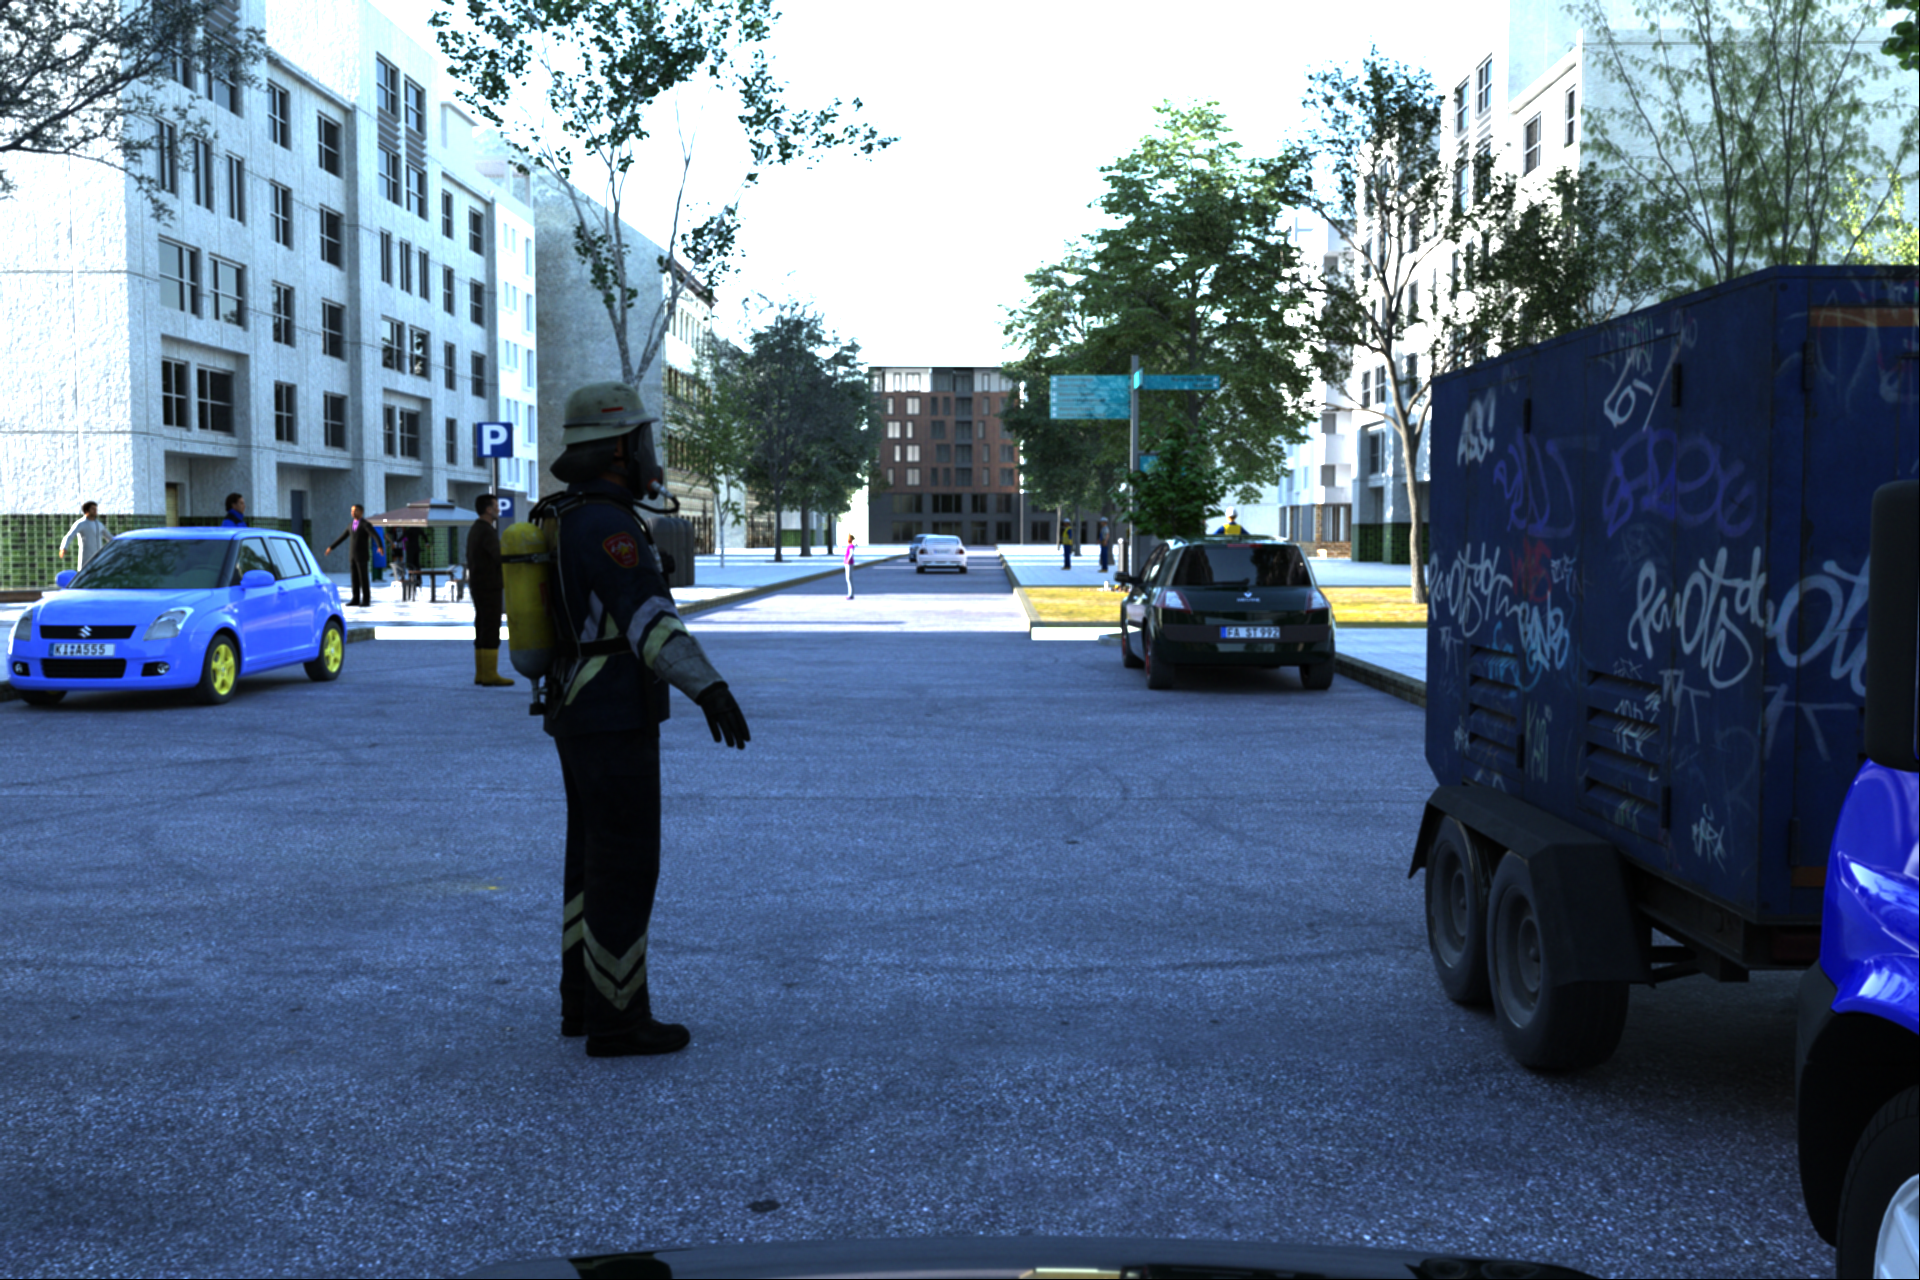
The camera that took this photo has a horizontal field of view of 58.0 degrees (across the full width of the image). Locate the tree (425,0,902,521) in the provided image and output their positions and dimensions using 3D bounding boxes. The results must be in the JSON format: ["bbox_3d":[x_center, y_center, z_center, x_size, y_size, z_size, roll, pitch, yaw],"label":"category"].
[{"bbox_3d":[-8.131,-11.805,48.897,12.611,20.169,13.585,0,3,0],"label":"tree"}]

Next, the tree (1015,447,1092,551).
[{"bbox_3d":[7.719,-11.968,130.094,7.601,10.594,8.767,-2,4,-24],"label":"tree"}]

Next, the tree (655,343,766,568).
[{"bbox_3d":[-9.238,-7.074,66.017,4.737,8.622,4.395,0,3,0],"label":"tree"}]

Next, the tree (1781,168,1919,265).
[{"bbox_3d":[18.225,-5.107,33.866,4.737,8.622,4.395,0,3,0],"label":"tree"}]

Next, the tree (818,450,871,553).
[{"bbox_3d":[-8.098,-10.182,116.835,4.360,8.622,3.978,0,3,0],"label":"tree"}]

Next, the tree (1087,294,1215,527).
[{"bbox_3d":[6.146,-6.292,53.231,4.360,8.622,3.978,0,3,0],"label":"tree"}]

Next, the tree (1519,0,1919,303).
[{"bbox_3d":[8.741,-4.157,18.331,4.360,8.622,3.978,0,3,0],"label":"tree"}]

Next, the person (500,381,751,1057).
[{"bbox_3d":[-0.962,0.206,4.872,0.705,1.856,1.354,-2,4,-30],"label":"person"}]

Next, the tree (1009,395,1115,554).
[{"bbox_3d":[7.143,-11.277,110.131,9.928,11.665,9.643,0,3,0],"label":"tree"}]

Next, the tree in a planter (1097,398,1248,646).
[{"bbox_3d":[2.825,-1.561,22.744,1.991,3.239,1.994,0,4,1],"label":"tree in a planter"}]

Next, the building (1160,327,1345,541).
[{"bbox_3d":[26.453,-17.758,156.800,16.747,18.905,31.486,0,4,1],"label":"building"}]

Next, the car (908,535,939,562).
[{"bbox_3d":[-1.681,-4.753,89.720,2.014,1.417,4.499,0,4,1],"label":"car"}]

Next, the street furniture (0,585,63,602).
[{"bbox_3d":[-22.809,-1.545,32.114,9.812,1.723,11.010,2,4,27],"label":"street furniture"}]

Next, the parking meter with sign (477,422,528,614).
[{"bbox_3d":[-7.240,-1.937,27.933,0.543,3.016,1.738,0,4,1],"label":"parking meter with sign"}]

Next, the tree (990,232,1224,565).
[{"bbox_3d":[5.998,-10.080,71.457,9.857,13.997,8.962,0,3,0],"label":"tree"}]

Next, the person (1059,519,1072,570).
[{"bbox_3d":[3.830,-3.454,62.438,0.705,1.833,1.349,-1,4,-12],"label":"person"}]

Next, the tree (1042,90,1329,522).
[{"bbox_3d":[5.943,-7.788,45.454,7.486,12.596,7.792,0,3,0],"label":"tree"}]

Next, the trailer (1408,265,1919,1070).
[{"bbox_3d":[2.201,0.085,5.660,1.471,1.999,3.904,0,3,0],"label":"trailer"}]

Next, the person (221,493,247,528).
[{"bbox_3d":[-9.656,-1.053,23.197,0.704,1.831,1.345,-1,4,-9],"label":"person"}]

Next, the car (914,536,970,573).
[{"bbox_3d":[-0.673,-3.180,64.351,2.083,1.381,4.827,0,4,0],"label":"car"}]

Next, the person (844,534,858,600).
[{"bbox_3d":[-2.470,-1.606,37.988,0.599,1.433,0.991,0,4,-7],"label":"person"}]

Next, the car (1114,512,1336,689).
[{"bbox_3d":[2.591,-0.464,17.371,2.009,1.686,4.222,0,4,1],"label":"car"}]

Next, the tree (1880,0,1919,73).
[{"bbox_3d":[8.540,-5.533,8.600,7.486,12.596,7.792,0,3,0],"label":"tree"}]

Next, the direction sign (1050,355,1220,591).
[{"bbox_3d":[2.608,-2.243,25.434,2.525,3.948,1.411,0,4,1],"label":"direction sign"}]

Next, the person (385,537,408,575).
[{"bbox_3d":[-17.690,-2.786,54.818,0.991,1.433,0.599,-1,4,-21],"label":"person"}]

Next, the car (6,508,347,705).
[{"bbox_3d":[-6.983,-0.371,15.655,1.945,1.707,3.694,0,4,1],"label":"car"}]

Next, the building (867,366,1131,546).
[{"bbox_3d":[4.696,-22.827,219.651,32.646,21.610,27.936,0,4,-2],"label":"building"}]

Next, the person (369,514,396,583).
[{"bbox_3d":[-15.412,-2.434,45.918,0.704,1.817,1.347,1,4,12],"label":"person"}]

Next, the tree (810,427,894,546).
[{"bbox_3d":[-8.357,-11.713,125.921,7.601,10.594,8.767,-2,4,-31],"label":"tree"}]

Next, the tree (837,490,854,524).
[{"bbox_3d":[-16.489,-18.208,215.821,7.486,12.596,7.792,0,3,0],"label":"tree"}]

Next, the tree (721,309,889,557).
[{"bbox_3d":[-8.741,-11.661,97.310,9.857,13.997,8.962,0,3,0],"label":"tree"}]

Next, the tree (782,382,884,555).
[{"bbox_3d":[-8.295,-11.169,108.368,9.928,11.665,9.643,0,3,0],"label":"tree"}]

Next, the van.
[{"bbox_3d":[2.218,0.237,0.509,2.240,2.365,5.245,0,4,1],"label":"van"}]

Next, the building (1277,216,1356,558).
[{"bbox_3d":[24.516,-15.152,104.154,16.016,20.090,11.380,0,4,1],"label":"building"}]

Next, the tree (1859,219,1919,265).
[{"bbox_3d":[21.962,-5.568,41.398,4.360,8.622,3.978,0,3,0],"label":"tree"}]

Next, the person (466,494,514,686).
[{"bbox_3d":[-4.450,-0.479,16.428,0.704,1.812,1.346,-2,4,-33],"label":"person"}]

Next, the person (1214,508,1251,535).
[{"bbox_3d":[5.034,-1.582,32.335,1.216,1.772,0.721,-1,4,-9],"label":"person"}]

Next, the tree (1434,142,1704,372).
[{"bbox_3d":[15.104,-6.579,41.972,7.601,10.594,8.767,0,4,6],"label":"tree"}]

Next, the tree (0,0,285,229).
[{"bbox_3d":[-12.543,-6.562,17.660,12.009,13.543,11.850,0,3,0],"label":"tree"}]

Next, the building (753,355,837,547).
[{"bbox_3d":[-23.158,-19.601,186.941,16.747,18.905,31.486,0,4,2],"label":"building"}]

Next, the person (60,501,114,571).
[{"bbox_3d":[-14.014,-1.334,27.995,0.705,1.806,1.347,1,4,21],"label":"person"}]

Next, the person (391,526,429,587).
[{"bbox_3d":[-13.348,-2.166,42.130,0.721,1.740,1.216,2,4,27],"label":"person"}]

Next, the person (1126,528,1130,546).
[{"bbox_3d":[5.996,-3.270,59.238,0.705,1.858,1.354,2,4,25],"label":"person"}]

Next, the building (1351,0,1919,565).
[{"bbox_3d":[26.327,-12.130,64.780,16.747,18.905,31.486,0,4,1],"label":"building"}]

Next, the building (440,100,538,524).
[{"bbox_3d":[-27.116,-13.494,77.048,16.016,20.090,11.380,0,4,1],"label":"building"}]

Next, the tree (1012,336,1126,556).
[{"bbox_3d":[6.512,-11.034,98.533,7.486,12.596,7.792,0,3,0],"label":"tree"}]

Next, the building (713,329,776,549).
[{"bbox_3d":[-27.251,-19.939,156.931,19.493,23.208,18.063,0,4,2],"label":"building"}]

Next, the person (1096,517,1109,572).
[{"bbox_3d":[4.804,-3.193,58.057,0.705,1.847,1.347,0,4,-7],"label":"person"}]

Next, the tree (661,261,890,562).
[{"bbox_3d":[-8.240,-10.279,78.427,12.009,13.543,11.850,0,3,0],"label":"tree"}]

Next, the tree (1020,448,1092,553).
[{"bbox_3d":[7.867,-11.889,120.143,9.928,11.665,9.643,0,3,0],"label":"tree"}]

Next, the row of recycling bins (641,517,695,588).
[{"bbox_3d":[-7.117,-2.162,42.468,1.069,1.692,3.534,0,4,0],"label":"row of recycling bins"}]

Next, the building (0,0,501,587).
[{"bbox_3d":[-27.924,-11.647,56.894,16.747,18.905,31.486,0,4,1],"label":"building"}]

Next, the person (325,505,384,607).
[{"bbox_3d":[-10.646,-1.492,30.620,1.346,1.802,0.704,2,4,26],"label":"person"}]

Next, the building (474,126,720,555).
[{"bbox_3d":[-25.225,-16.630,102.835,19.493,23.208,18.063,0,4,0],"label":"building"}]

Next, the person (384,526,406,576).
[{"bbox_3d":[-17.210,-2.862,52.941,0.704,1.843,1.345,3,5,42],"label":"person"}]

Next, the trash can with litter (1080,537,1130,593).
[{"bbox_3d":[3.572,-1.687,38.636,1.678,1.210,2.233,0,4,0],"label":"trash can with litter"}]

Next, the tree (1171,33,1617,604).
[{"bbox_3d":[8.390,-5.969,32.013,8.767,10.594,7.601,-1,4,-23],"label":"tree"}]
